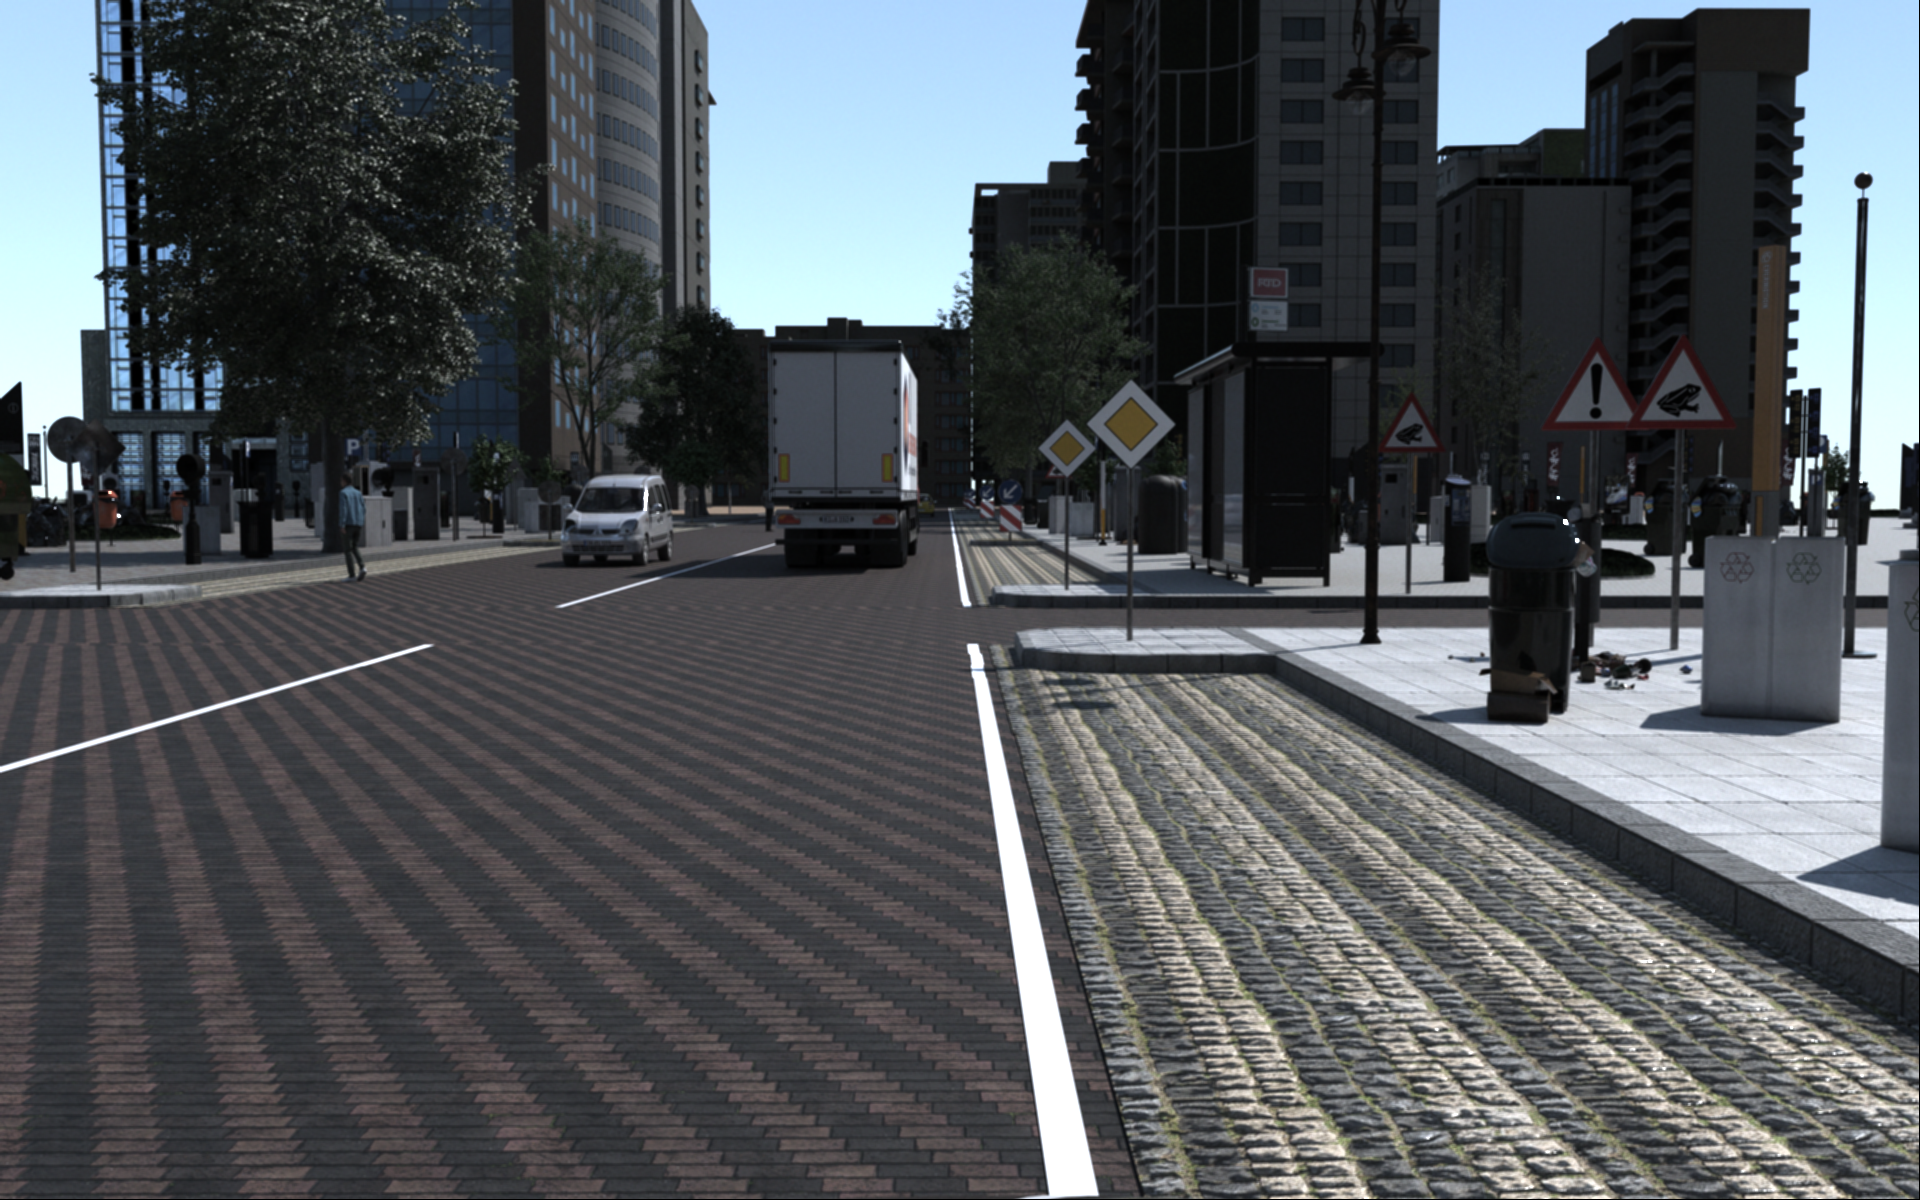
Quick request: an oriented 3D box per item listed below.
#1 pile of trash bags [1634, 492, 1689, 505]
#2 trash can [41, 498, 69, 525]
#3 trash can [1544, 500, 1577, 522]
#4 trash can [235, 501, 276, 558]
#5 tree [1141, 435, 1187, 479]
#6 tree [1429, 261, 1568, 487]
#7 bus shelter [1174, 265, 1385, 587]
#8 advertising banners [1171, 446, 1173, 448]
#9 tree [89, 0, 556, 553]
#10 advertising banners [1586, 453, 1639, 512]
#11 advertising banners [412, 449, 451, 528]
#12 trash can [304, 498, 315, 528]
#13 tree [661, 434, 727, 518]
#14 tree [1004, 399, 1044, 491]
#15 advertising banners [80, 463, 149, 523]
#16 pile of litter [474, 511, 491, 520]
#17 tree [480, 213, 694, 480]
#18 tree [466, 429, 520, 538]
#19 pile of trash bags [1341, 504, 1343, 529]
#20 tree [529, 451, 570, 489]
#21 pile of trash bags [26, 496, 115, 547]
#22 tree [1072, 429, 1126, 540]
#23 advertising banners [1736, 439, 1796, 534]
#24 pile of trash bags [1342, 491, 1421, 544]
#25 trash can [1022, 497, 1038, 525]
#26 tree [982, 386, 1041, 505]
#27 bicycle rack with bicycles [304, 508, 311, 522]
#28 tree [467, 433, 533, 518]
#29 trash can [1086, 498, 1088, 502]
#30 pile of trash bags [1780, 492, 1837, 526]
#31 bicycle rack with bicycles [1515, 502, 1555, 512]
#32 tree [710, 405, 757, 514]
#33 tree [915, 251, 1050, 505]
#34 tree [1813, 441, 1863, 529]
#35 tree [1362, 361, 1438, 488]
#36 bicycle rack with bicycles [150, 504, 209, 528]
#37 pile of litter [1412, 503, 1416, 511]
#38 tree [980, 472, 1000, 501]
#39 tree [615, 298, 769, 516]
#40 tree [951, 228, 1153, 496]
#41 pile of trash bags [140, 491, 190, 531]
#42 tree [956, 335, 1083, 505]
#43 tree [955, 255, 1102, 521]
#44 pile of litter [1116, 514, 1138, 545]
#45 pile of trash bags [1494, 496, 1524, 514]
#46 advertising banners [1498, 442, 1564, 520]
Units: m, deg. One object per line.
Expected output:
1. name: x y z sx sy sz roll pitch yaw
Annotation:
1. pile of trash bags: 38.738 -5.214 94.998 3.447 1.369 1.912 1 4 13
2. trash can: -26.228 -2.369 50.385 0.748 1.137 0.748 0 3 0
3. trash can: 14.369 -1.826 41.505 0.748 1.137 0.748 0 3 0
4. trash can: -14.088 -1.408 34.668 0.748 1.137 0.748 0 3 0
5. tree: 6.493 -3.716 55.362 1.663 3.219 1.824 0 3 0
6. tree: 16.556 -6.371 54.528 4.360 8.622 3.978 0 3 0
7. bus shelter: 4.761 -3.088 28.129 2.179 5.291 8.768 0 4 -1
8. advertising banners: 7.276 -4.099 63.205 2.074 3.025 0.090 -2 4 -34
9. tree: -13.612 -8.000 37.454 9.857 13.997 8.962 0 3 0
10. advertising banners: 27.623 -4.719 73.351 2.074 3.025 0.090 1 4 15
11. advertising banners: -20.330 -4.305 66.578 2.074 3.025 0.090 2 4 32
12. trash can: -24.203 -3.256 64.893 0.748 1.137 0.748 0 3 0
13. tree: -14.140 -6.654 92.514 4.285 4.588 4.351 0 3 0
14. tree: 4.186 -10.458 121.358 4.360 8.622 3.978 0 3 0
15. advertising banners: -27.236 -3.639 55.681 2.074 3.025 0.090 -2 4 -32
16. pile of litter: -23.090 -4.326 84.699 1.176 0.858 1.719 2 4 30
17. tree: -14.181 -8.561 65.721 9.928 11.665 9.643 0 3 0
18. tree: -13.934 -3.415 50.437 1.663 3.219 1.824 0 3 0
19. pile of trash bags: 12.482 -2.878 56.809 1.912 1.369 3.447 2 4 28
20. tree: -18.297 -5.037 76.961 1.663 3.219 1.824 0 3 0
21. pile of trash bags: -22.317 -1.997 42.396 3.447 1.369 1.912 0 4 -1
22. tree: 3.725 -3.338 49.176 1.663 3.219 1.824 0 3 0
23. advertising banners: 25.752 -3.628 55.512 2.074 3.025 0.090 3 5 43
24. pile of trash bags: 11.295 -2.230 46.207 1.912 1.369 3.447 1 4 14
25. trash can: 2.971 -3.726 72.568 0.748 1.137 0.748 0 3 0
26. tree: 3.384 -9.691 108.809 4.737 8.622 4.395 0 3 0
27. bicycle rack with bicycles: -29.222 -4.093 80.308 2.852 0.926 2.925 -2 4 -28
28. tree: -24.760 -6.688 93.059 4.285 4.588 4.351 0 3 0
29. trash can: 5.077 -3.268 65.078 0.748 1.137 0.748 0 3 0
30. pile of trash bags: 34.631 -3.755 71.145 1.912 1.369 3.447 3 4 36
31. bicycle rack with bicycles: 31.430 -4.995 95.047 2.852 0.926 2.925 -2 4 -31
32. tree: -15.108 -9.978 113.508 4.737 8.622 4.395 0 3 0
33. tree: 2.547 -17.261 138.102 12.611 20.169 13.585 0 3 0
34. tree: 32.187 -4.211 63.445 1.663 3.219 1.824 0 3 0
35. tree: 24.549 -8.910 96.048 4.737 8.622 4.395 0 3 0
36. bicycle rack with bicycles: -29.086 -3.190 65.535 2.852 0.926 2.925 0 4 5
37. pile of litter: 22.824 -4.514 87.775 1.719 0.858 1.176 3 4 37
38. tree: 2.407 -9.527 150.365 1.663 3.219 1.824 0 3 0
39. tree: -15.275 -11.284 101.509 9.611 12.733 9.660 0 3 0
40. tree: 3.809 -8.782 69.343 9.928 11.665 9.643 0 3 0
41. pile of trash bags: -25.686 -2.682 53.596 3.447 1.369 1.912 -3 4 -36
42. tree: 3.352 -9.719 93.313 7.601 10.594 8.767 0 4 -2
43. tree: 3.480 -10.035 82.194 7.486 12.596 7.792 0 3 0
44. pile of litter: 4.785 -1.843 44.095 1.719 0.858 1.176 0 4 -3
45. pile of trash bags: 28.298 -4.940 90.514 3.447 1.369 1.912 3 4 37
46. advertising banners: 19.282 -3.813 58.527 2.074 3.025 0.090 2 4 27
